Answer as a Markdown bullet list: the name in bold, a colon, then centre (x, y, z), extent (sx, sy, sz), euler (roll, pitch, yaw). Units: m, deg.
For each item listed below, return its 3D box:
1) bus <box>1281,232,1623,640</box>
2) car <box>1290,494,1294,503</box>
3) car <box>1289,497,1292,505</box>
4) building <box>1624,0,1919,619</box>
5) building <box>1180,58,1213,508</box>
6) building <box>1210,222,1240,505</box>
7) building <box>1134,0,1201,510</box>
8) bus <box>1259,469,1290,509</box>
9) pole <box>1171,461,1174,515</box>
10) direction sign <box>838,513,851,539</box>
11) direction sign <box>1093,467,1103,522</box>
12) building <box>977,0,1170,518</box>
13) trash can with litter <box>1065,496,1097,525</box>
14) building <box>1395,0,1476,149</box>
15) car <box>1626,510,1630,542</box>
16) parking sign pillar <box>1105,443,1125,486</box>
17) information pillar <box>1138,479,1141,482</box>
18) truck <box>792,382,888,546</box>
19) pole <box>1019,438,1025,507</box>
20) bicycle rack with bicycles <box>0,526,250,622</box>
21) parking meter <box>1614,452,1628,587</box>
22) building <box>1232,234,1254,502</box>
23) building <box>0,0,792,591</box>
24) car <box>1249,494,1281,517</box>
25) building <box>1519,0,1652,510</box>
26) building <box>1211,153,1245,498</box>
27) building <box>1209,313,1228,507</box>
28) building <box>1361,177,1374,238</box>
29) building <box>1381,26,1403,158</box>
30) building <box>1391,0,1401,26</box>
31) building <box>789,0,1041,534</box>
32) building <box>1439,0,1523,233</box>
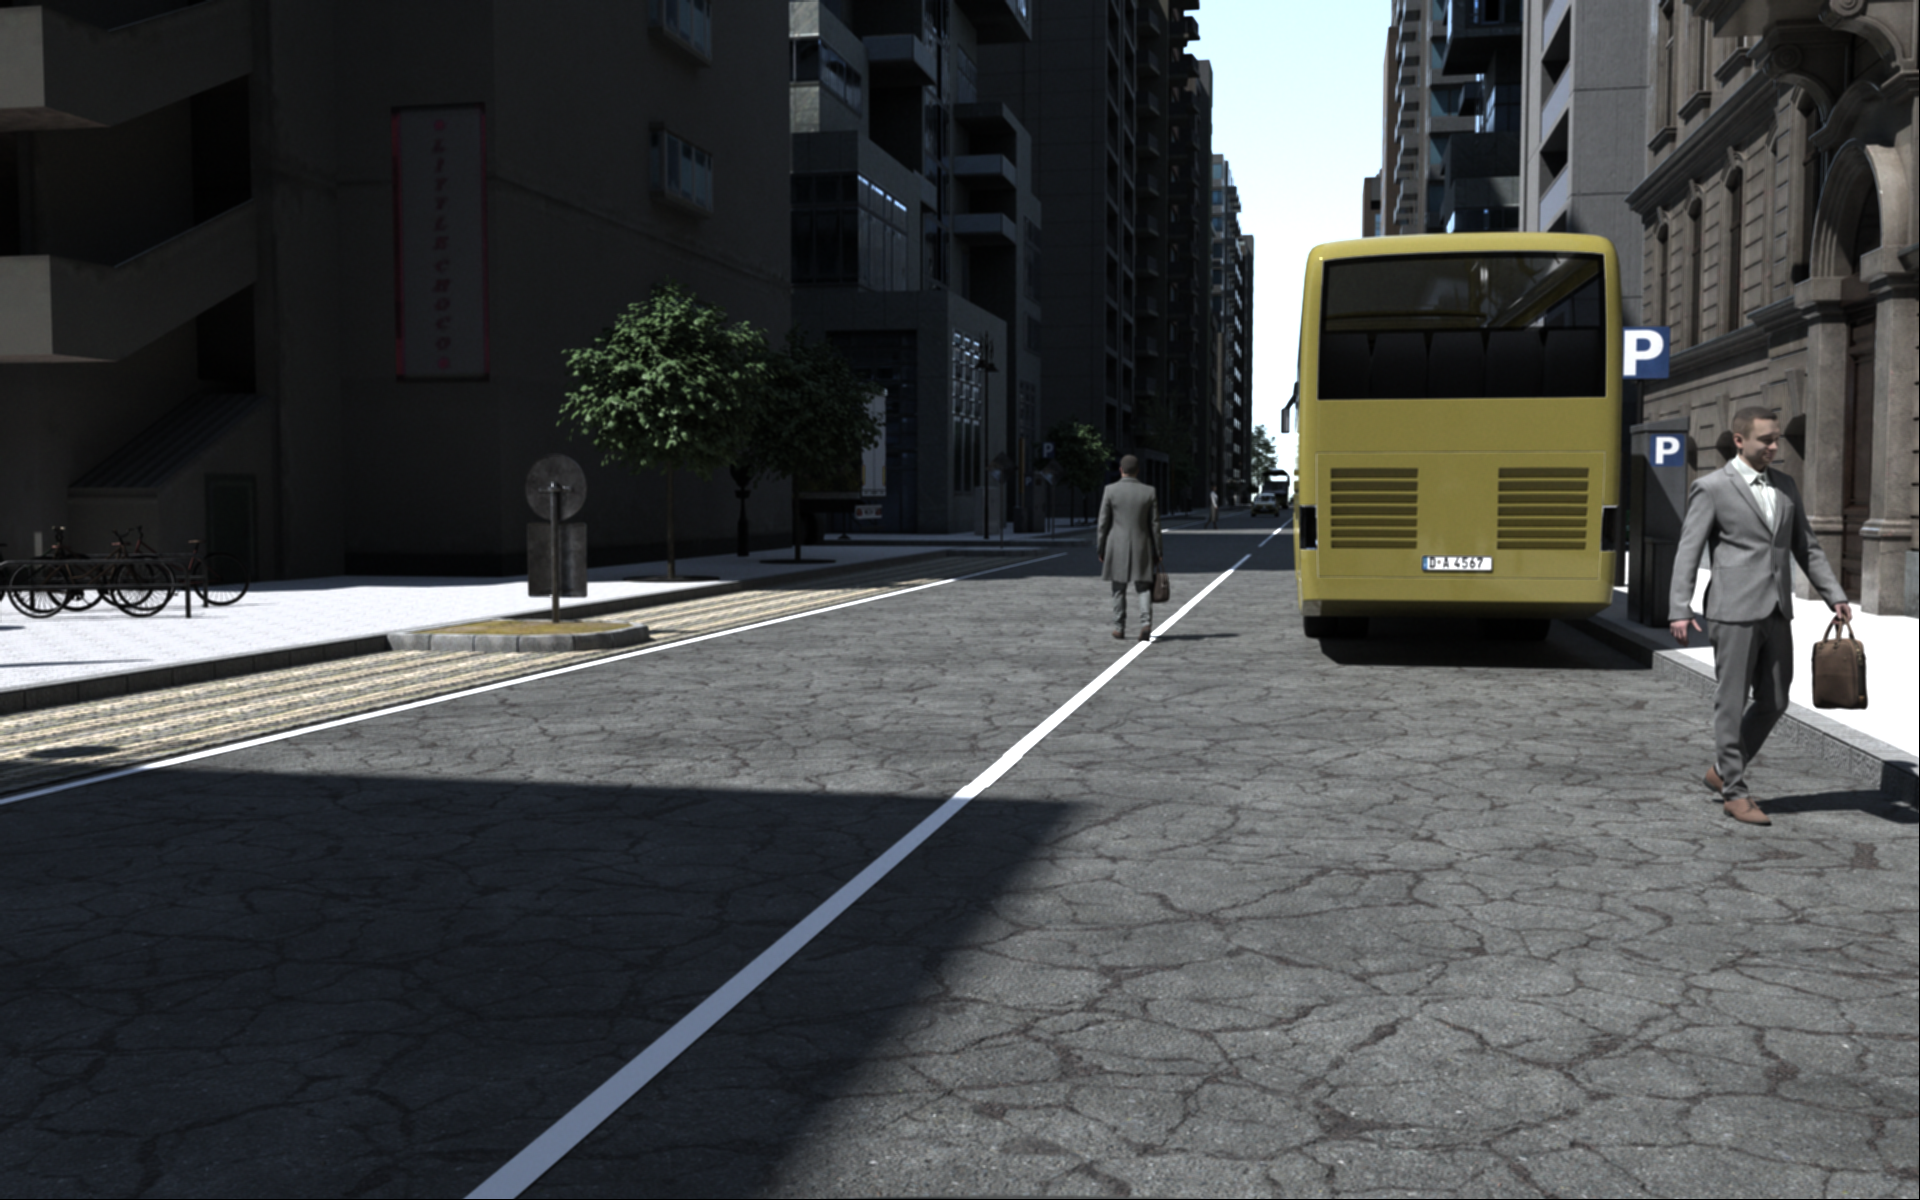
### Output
- **bus**: centre (5.144, -1.737, 19.940), extent (2.896, 3.916, 12.252), euler (1, 4, 11)
- **car**: centre (47.960, -14.729, 251.036), extent (2.015, 1.641, 3.980), euler (1, 4, 12)
- **car**: centre (40.954, -12.858, 219.022), extent (1.959, 1.807, 4.718), euler (1, 4, 10)
- **building**: centre (15.671, -12.160, 17.906), extent (14.460, 24.649, 34.723), euler (1, 4, 12)
- **building**: centre (15.658, -29.117, 159.665), extent (14.154, 41.232, 14.086), euler (1, 4, 12)
- **building**: centre (19.210, -32.294, 219.892), extent (32.217, 40.220, 23.993), euler (1, 4, 12)
- **building**: centre (7.563, -29.646, 139.342), extent (22.147, 44.769, 28.867), euler (1, 4, 12)
- **bus**: centre (31.165, -10.961, 170.758), extent (2.896, 3.916, 12.252), euler (1, 4, 12)
- **pole**: centre (12.929, -6.816, 105.287), extent (0.158, 3.312, 0.155), euler (0, 3, 0)
- **direction sign**: centre (-3.287, -3.490, 49.053), extent (0.876, 3.537, 0.379), euler (-1, 4, -20)
- **direction sign**: centre (6.205, -5.276, 78.257), extent (0.379, 3.537, 0.876), euler (2, 4, 35)
- **building**: centre (1.981, -40.633, 102.604), extent (20.563, 71.187, 20.611), euler (1, 4, 12)
- **trash can with litter**: centre (5.081, -3.704, 71.610), extent (1.678, 1.210, 2.233), euler (1, 4, 9)
- **building**: centre (46.710, -31.800, 139.541), extent (23.786, 49.044, 30.456), euler (1, 4, 12)
- **car**: centre (18.425, -2.032, 42.015), extent (4.718, 1.807, 1.959), euler (1, 4, 10)
- **parking sign pillar**: centre (8.227, -6.240, 90.497), extent (1.447, 3.967, 1.447), euler (2, 4, 29)
- **information pillar**: centre (8.857, -5.017, 86.515), extent (0.304, 2.012, 0.304), euler (0, 4, 1)
- **truck**: centre (-7.658, -3.483, 45.860), extent (11.283, 4.237, 2.839), euler (1, 4, 13)
- **pole**: centre (2.252, -4.242, 63.207), extent (0.158, 3.312, 0.155), euler (0, 3, 0)
- **bicycle rack with bicycles**: centre (-9.276, -0.314, 18.516), extent (2.925, 0.926, 2.852), euler (-1, 4, -17)
- **parking meter**: centre (9.014, -1.120, 24.022), extent (0.399, 1.863, 0.255), euler (3, 4, 36)
- **building**: centre (37.736, -35.655, 266.554), extent (14.154, 41.232, 14.086), euler (1, 4, 12)
- **building**: centre (-16.450, -24.949, 31.614), extent (21.600, 48.544, 21.300), euler (1, 4, 12)
- **car**: centre (19.401, -6.105, 110.045), extent (2.015, 1.641, 3.980), euler (1, 4, 12)
- **building**: centre (32.462, -31.125, 50.893), extent (28.212, 58.520, 21.231), euler (1, 4, 12)
- **building**: centre (28.245, -38.286, 245.581), extent (23.786, 49.044, 30.456), euler (1, 4, 12)
- **building**: centre (13.538, -20.659, 182.806), extent (27.650, 21.520, 28.899), euler (1, 4, 12)
- **building**: centre (61.899, -35.886, 236.845), extent (14.600, 45.320, 14.200), euler (1, 4, 12)
- **building**: centre (46.769, -31.353, 162.726), extent (14.600, 45.320, 14.200), euler (1, 4, 12)
- **building**: centre (52.831, -45.286, 178.672), extent (20.563, 71.187, 20.611), euler (1, 4, 12)
- **building**: centre (-8.157, -46.306, 69.776), extent (22.319, 86.520, 31.000), euler (1, 4, 12)
- **building**: centre (34.472, -47.530, 89.791), extent (22.319, 86.520, 31.000), euler (1, 4, 12)
